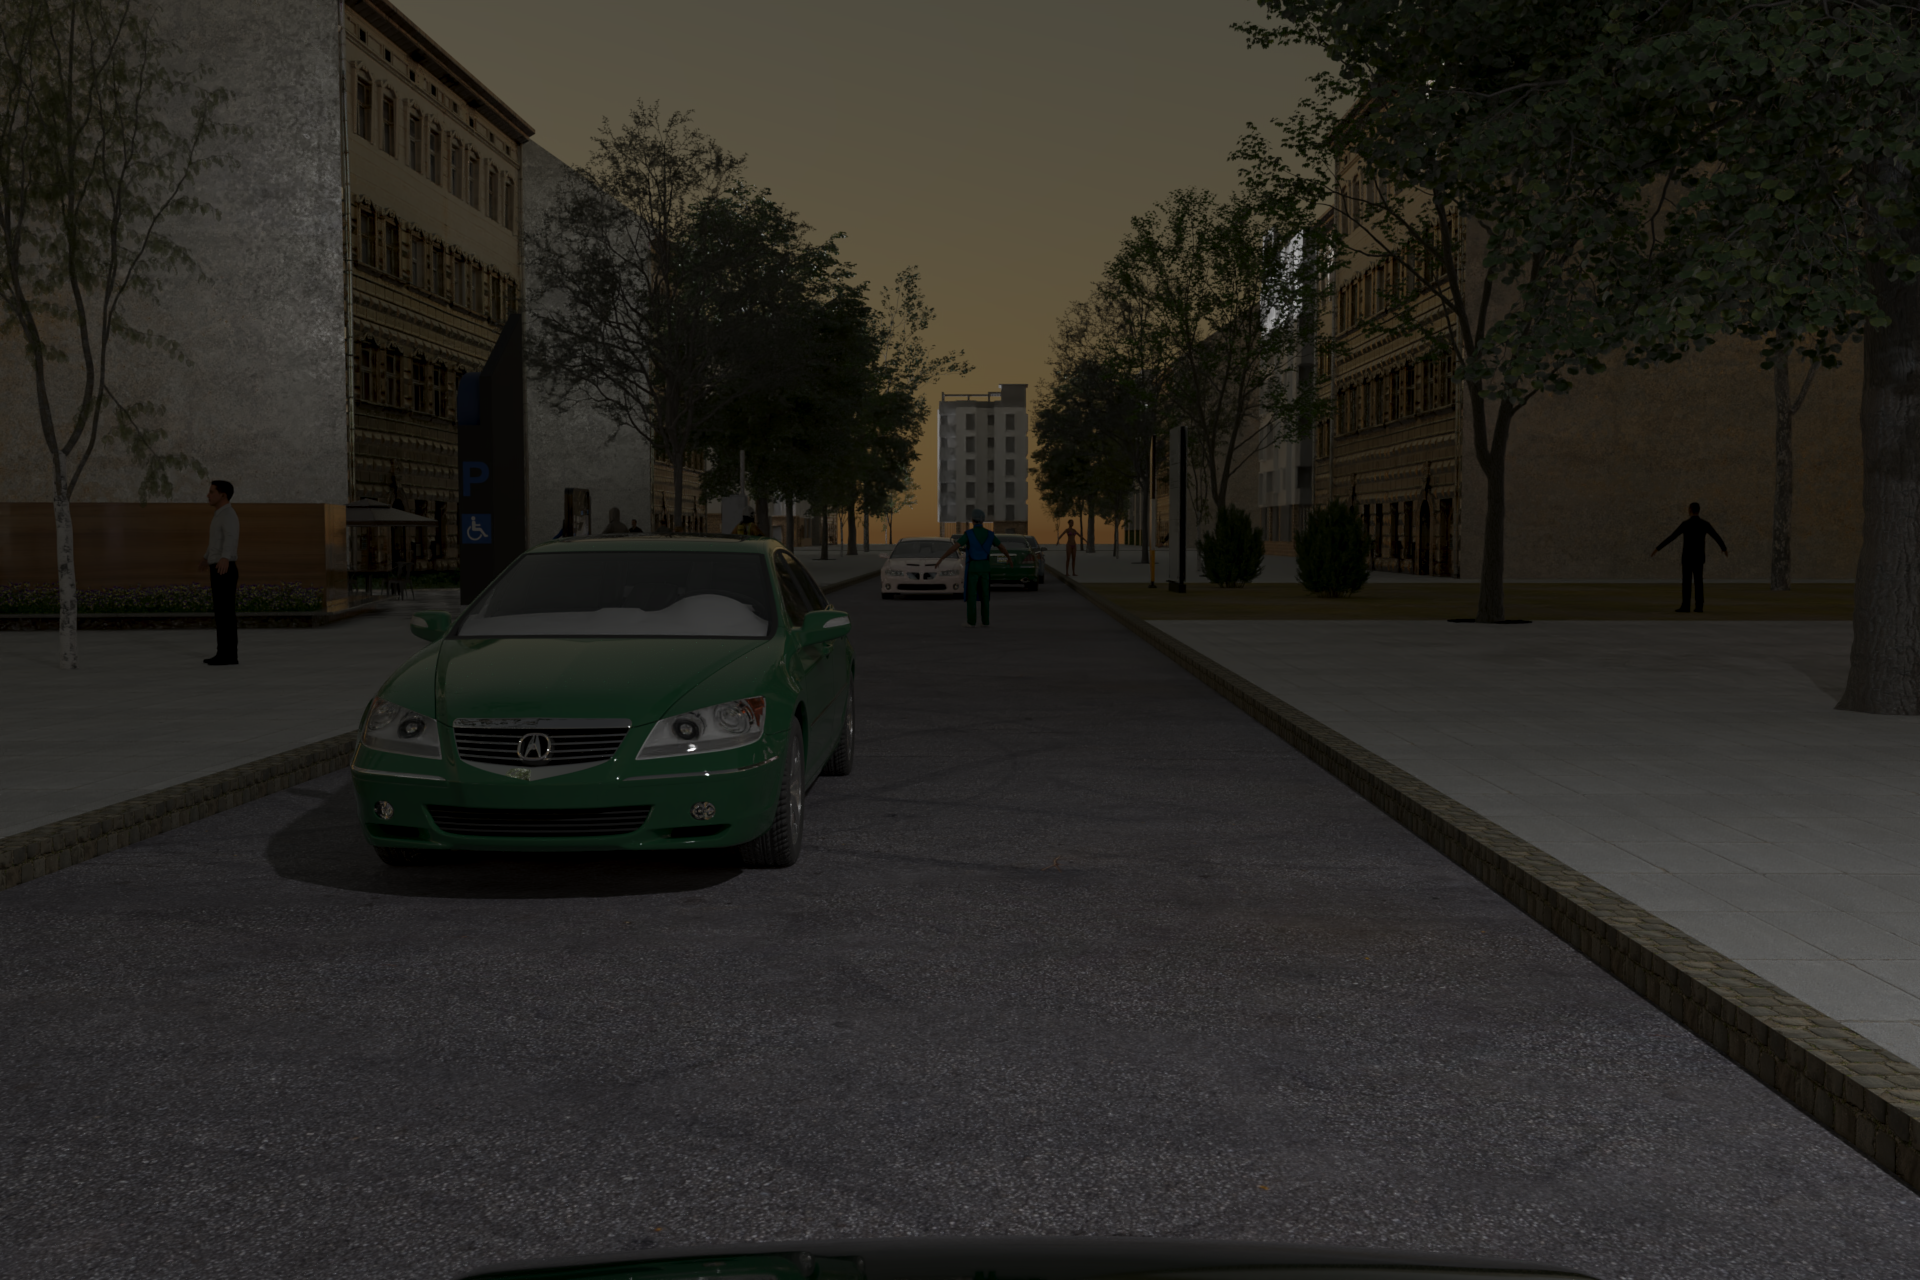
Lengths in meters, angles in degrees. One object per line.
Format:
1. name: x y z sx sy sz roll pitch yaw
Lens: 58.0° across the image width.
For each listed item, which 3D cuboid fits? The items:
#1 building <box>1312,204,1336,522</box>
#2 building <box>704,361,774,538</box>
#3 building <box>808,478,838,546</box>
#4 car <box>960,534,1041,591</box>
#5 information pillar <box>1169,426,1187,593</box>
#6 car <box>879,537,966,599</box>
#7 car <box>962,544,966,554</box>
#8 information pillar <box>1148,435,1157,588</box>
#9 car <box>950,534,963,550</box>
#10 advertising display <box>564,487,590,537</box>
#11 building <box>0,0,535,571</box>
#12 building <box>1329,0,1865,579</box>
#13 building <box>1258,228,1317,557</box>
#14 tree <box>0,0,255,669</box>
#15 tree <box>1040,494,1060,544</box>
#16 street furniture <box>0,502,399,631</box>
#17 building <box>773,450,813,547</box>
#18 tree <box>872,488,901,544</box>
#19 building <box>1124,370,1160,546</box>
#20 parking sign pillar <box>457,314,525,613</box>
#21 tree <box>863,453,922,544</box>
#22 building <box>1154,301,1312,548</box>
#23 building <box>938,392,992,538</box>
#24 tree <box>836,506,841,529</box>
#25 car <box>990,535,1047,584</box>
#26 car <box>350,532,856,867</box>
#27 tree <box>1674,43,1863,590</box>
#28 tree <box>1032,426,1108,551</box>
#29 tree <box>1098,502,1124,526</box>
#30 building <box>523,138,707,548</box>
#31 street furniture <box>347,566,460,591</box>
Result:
1. building: 26.800 -15.055 77.080 19.493 23.208 18.063 0 4 1
2. building: -22.948 -18.092 152.231 16.016 20.090 11.380 0 4 1
3. building: -24.183 -22.417 197.443 19.493 23.208 18.063 0 4 2
4. car: 1.069 -2.028 44.951 2.131 1.459 4.920 0 3 0
5. information pillar: 4.814 -2.872 38.278 0.184 3.620 1.656 0 4 -1
6. car: -0.774 -1.660 39.497 2.083 1.381 4.827 0 4 1
7. car: 1.006 -5.861 104.623 1.959 1.807 4.718 0 4 1
8. information pillar: 4.580 -3.048 41.183 0.183 3.616 0.504 0 4 1
9. car: 0.041 -6.692 121.218 2.131 1.459 4.920 0 4 1
10. advertising display: -5.376 -1.172 24.375 0.123 1.923 0.974 0 4 2
11. building: -25.805 -13.781 56.255 19.493 23.208 18.063 0 4 1
12. building: 23.536 -13.865 57.621 19.493 23.208 18.063 0 4 1
13. building: 23.783 -15.337 107.178 16.016 20.090 11.380 0 4 1
14. tree: -8.450 -4.042 16.454 4.360 8.622 3.978 0 3 0
15. tree: 12.632 -16.413 218.712 4.360 8.622 3.978 0 3 0
16. street furniture: -13.309 -1.138 25.456 9.812 1.723 11.010 -1 4 -11
17. building: -20.939 -19.318 172.275 16.016 20.090 11.380 0 4 1
18. tree: -9.805 -16.752 224.256 4.737 8.622 4.395 0 3 0
19. building: 28.004 -20.047 194.222 16.747 18.905 31.486 0 4 1
20. parking sign pillar: -5.573 -1.967 20.630 1.447 3.967 1.447 0 4 2
21. tree: -8.826 -17.781 216.473 9.928 11.665 9.643 0 3 0
22. building: 28.598 -20.337 163.440 19.493 23.208 18.063 0 4 1
23. building: -2.528 -22.254 222.725 11.380 20.090 16.016 0 4 5
24. tree: -16.322 -16.753 224.277 4.737 8.622 4.395 0 3 0
25. car: 1.598 -2.404 51.303 2.014 1.417 4.499 0 4 1
26. car: -1.576 0.172 8.981 2.131 1.459 4.920 0 4 1
27. tree: 17.669 -11.129 37.844 12.611 20.169 13.585 0 3 0
28. tree: 8.949 -12.035 131.179 7.601 10.594 8.767 -1 4 -22
29. tree: 21.208 -18.923 216.042 9.857 13.997 8.962 0 3 0
30. building: -24.655 -16.177 95.417 19.493 23.208 18.063 0 4 0
31. street furniture: -13.058 -1.548 40.940 10.072 0.657 5.734 -2 4 -25
